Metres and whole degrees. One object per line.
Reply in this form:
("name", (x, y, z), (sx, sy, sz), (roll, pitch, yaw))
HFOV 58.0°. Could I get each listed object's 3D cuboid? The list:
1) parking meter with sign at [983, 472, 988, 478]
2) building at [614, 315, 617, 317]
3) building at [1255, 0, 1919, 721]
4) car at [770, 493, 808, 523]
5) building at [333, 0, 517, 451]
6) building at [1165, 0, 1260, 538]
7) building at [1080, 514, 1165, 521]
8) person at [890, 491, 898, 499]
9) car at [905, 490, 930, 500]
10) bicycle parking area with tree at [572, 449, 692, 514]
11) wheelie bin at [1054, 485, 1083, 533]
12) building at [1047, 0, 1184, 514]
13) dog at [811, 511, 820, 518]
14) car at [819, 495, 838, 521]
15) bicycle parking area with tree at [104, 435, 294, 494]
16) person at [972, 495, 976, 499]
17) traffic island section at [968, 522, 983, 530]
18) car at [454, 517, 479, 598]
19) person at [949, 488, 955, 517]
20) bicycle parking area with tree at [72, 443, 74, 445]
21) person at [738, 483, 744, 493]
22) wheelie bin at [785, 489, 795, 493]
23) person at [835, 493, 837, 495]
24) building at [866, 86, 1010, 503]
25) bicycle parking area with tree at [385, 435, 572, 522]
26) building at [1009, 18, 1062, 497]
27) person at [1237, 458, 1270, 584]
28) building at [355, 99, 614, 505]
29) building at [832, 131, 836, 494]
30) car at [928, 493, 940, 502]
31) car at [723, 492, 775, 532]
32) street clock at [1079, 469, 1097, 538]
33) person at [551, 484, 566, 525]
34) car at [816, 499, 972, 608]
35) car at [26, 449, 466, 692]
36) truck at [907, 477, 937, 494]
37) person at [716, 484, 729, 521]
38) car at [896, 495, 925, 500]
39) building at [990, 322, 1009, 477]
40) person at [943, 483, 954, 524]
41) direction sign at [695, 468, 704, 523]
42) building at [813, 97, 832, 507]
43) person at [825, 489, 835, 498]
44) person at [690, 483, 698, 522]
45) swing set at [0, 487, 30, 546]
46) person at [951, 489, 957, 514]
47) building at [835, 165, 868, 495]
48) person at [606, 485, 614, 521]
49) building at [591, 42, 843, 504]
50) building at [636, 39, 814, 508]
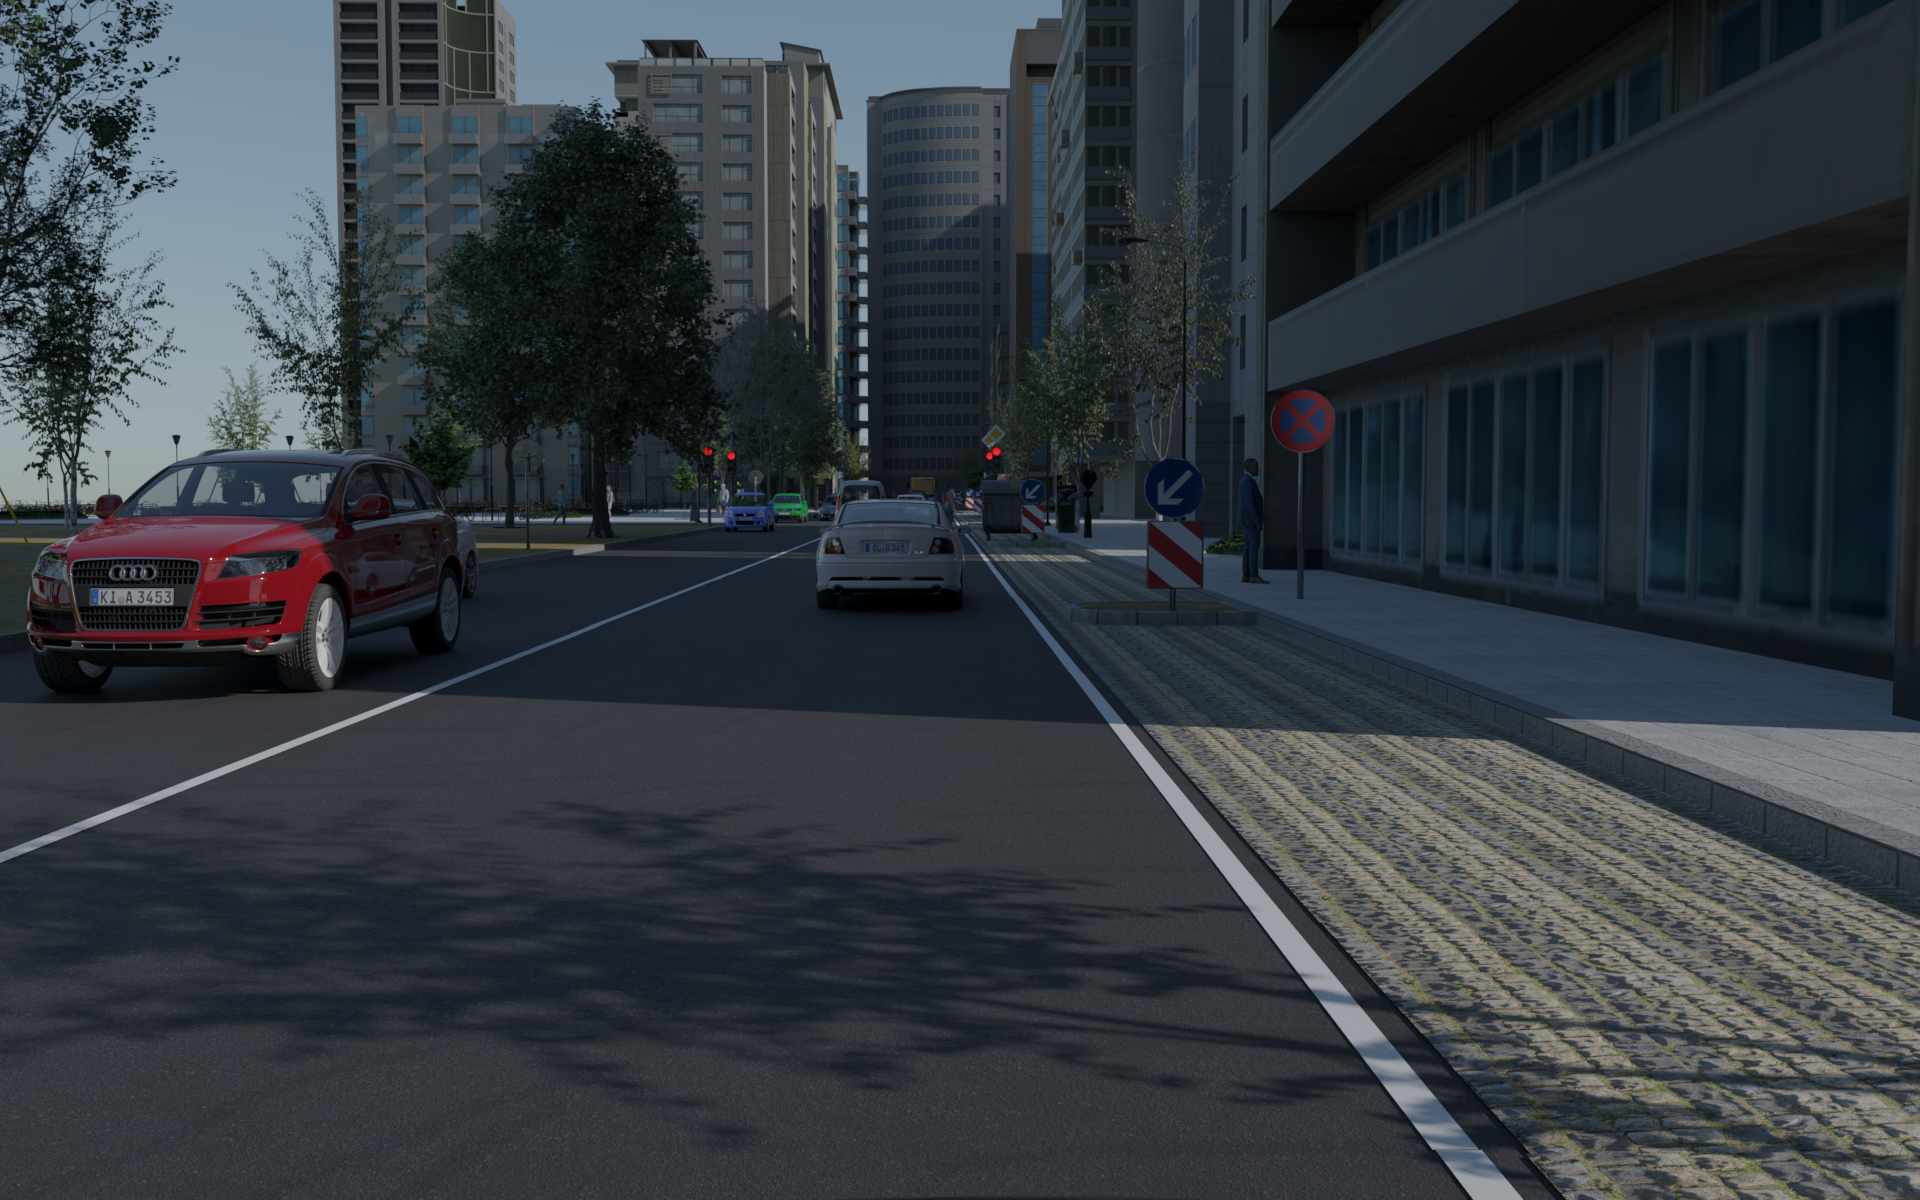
("parking meter with sign", (2.122, -8.686, 138.280), (0.543, 3.016, 1.738), (0, 4, -1))
("building", (-54.436, -38.179, 247.929), (21.600, 48.544, 21.300), (0, 4, -1))
("building", (15.917, -24.138, 18.352), (21.300, 48.544, 21.600), (0, 4, -1))
("car", (-8.625, -4.774, 86.850), (1.959, 1.807, 4.718), (0, 4, -1))
("building", (-75.539, -49.459, 246.905), (20.611, 71.187, 20.563), (0, 4, -1))
("building", (17.311, -31.126, 50.916), (21.231, 58.520, 28.212), (0, 4, -1))
("building", (17.808, -24.645, 94.826), (23.993, 40.220, 32.217), (0, 4, -1))
("person", (-6.089, -9.280, 160.779), (0.990, 1.755, 0.434), (1, 4, 12))
("car", (-3.922, -9.205, 159.171), (2.281, 1.827, 5.304), (0, 4, -1))
("bicycle parking area with tree", (-23.798, -7.784, 114.263), (9.016, 4.147, 8.231), (1, 4, 23))
("wheelie bin", (3.565, -3.015, 57.208), (0.980, 1.594, 0.693), (1, 4, 12))
("building", (20.134, -27.441, 140.544), (32.217, 40.220, 23.993), (0, 4, -1))
("dog", (-8.592, -5.090, 103.408), (0.550, 0.427, 0.748), (-1, 4, -21))
("car", (-6.570, -4.983, 93.468), (2.014, 1.417, 4.499), (0, 4, 1))
("bicycle parking area with tree", (-35.360, -5.947, 84.236), (8.231, 4.147, 9.016), (0, 4, 2))
("person", (1.722, -12.830, 216.485), (0.551, 1.740, 0.621), (-3, 5, -42))
("traffic island section", (1.355, -3.384, 77.606), (2.009, 0.180, 2.903), (0, 4, -1))
("car", (-7.652, -0.630, 22.660), (2.083, 1.381, 4.827), (0, 4, -2))
("person", (-0.638, -5.977, 106.106), (0.818, 1.842, 0.514), (0, 4, 0))
("bicycle parking area with tree", (-50.960, -6.621, 95.259), (9.016, 4.147, 8.231), (2, 4, 31))
("person", (-11.087, -4.985, 87.578), (0.654, 1.822, 0.581), (-2, 4, -31))
("wheelie bin", (-11.037, -6.386, 112.315), (0.693, 1.594, 0.980), (1, 4, 20))
("person", (-13.528, -11.082, 190.458), (0.599, 1.433, 0.991), (0, 4, -4))
("building", (0.930, -43.164, 247.730), (28.212, 58.520, 21.231), (0, 4, -1))
("bicycle parking area with tree", (-25.045, -5.924, 83.862), (8.231, 4.147, 9.016), (1, 4, 22))
("building", (11.908, -31.497, 165.085), (14.600, 45.320, 14.200), (0, 4, -1))
("person", (4.206, -1.150, 25.030), (0.419, 1.800, 0.721), (0, 4, -3))
("building", (-57.664, -36.292, 212.983), (30.456, 49.044, 23.786), (0, 4, -1))
("building", (-20.961, -30.803, 187.231), (14.154, 41.232, 14.086), (0, 4, -1))
("car", (-3.182, -11.079, 190.730), (1.945, 1.707, 3.694), (0, 4, 0))
("car", (-8.112, -3.502, 66.851), (1.945, 1.707, 3.694), (0, 4, -1))
("street clock", (3.744, -2.818, 50.646), (0.471, 2.002, 0.358), (-1, 4, -21))
("person", (-16.452, -3.847, 71.267), (0.748, 1.841, 0.638), (0, 4, -4))
("car", (-0.878, -0.658, 23.114), (2.083, 1.381, 4.827), (0, 3, 0))
("car", (-5.616, -0.340, 14.240), (2.281, 1.827, 5.304), (0, 4, -1))
("truck", (-4.303, -12.457, 199.603), (3.469, 3.379, 9.791), (0, 4, -3))
("person", (-11.363, -4.687, 83.154), (0.782, 1.767, 0.515), (3, 4, 36))
("car", (-2.391, -4.335, 82.886), (2.014, 1.417, 4.499), (0, 4, -3))
("building", (17.575, -20.993, 188.276), (27.650, 21.520, 28.899), (0, 4, -1))
("person", (-0.414, -3.393, 63.983), (0.388, 1.821, 0.555), (-3, 5, -42))
("direction sign", (-11.577, -5.186, 76.785), (0.379, 3.537, 0.876), (0, 4, -4))
("building", (-20.649, -29.944, 173.175), (14.154, 41.232, 14.086), (0, 4, -1))
("person", (-12.023, -9.482, 161.857), (1.217, 1.735, 0.721), (1, 4, 18))
("person", (-12.210, -4.485, 79.591), (0.699, 1.804, 1.509), (0, 4, 4))
("swing set", (-24.585, -2.700, 41.767), (2.862, 2.851, 3.119), (0, 4, -1))
("person", (-0.576, -6.970, 122.554), (0.767, 1.812, 0.694), (0, 4, -3))
("building", (-28.415, -38.466, 248.528), (30.456, 49.044, 23.786), (0, 4, -1))
("person", (-16.640, -4.590, 82.089), (0.512, 1.701, 0.522), (3, 5, 43))
("building", (-28.625, -38.029, 211.008), (27.495, 52.752, 28.713), (0, 4, -1))
("building", (-21.359, -29.071, 158.908), (14.154, 41.232, 14.086), (0, 4, -1))
